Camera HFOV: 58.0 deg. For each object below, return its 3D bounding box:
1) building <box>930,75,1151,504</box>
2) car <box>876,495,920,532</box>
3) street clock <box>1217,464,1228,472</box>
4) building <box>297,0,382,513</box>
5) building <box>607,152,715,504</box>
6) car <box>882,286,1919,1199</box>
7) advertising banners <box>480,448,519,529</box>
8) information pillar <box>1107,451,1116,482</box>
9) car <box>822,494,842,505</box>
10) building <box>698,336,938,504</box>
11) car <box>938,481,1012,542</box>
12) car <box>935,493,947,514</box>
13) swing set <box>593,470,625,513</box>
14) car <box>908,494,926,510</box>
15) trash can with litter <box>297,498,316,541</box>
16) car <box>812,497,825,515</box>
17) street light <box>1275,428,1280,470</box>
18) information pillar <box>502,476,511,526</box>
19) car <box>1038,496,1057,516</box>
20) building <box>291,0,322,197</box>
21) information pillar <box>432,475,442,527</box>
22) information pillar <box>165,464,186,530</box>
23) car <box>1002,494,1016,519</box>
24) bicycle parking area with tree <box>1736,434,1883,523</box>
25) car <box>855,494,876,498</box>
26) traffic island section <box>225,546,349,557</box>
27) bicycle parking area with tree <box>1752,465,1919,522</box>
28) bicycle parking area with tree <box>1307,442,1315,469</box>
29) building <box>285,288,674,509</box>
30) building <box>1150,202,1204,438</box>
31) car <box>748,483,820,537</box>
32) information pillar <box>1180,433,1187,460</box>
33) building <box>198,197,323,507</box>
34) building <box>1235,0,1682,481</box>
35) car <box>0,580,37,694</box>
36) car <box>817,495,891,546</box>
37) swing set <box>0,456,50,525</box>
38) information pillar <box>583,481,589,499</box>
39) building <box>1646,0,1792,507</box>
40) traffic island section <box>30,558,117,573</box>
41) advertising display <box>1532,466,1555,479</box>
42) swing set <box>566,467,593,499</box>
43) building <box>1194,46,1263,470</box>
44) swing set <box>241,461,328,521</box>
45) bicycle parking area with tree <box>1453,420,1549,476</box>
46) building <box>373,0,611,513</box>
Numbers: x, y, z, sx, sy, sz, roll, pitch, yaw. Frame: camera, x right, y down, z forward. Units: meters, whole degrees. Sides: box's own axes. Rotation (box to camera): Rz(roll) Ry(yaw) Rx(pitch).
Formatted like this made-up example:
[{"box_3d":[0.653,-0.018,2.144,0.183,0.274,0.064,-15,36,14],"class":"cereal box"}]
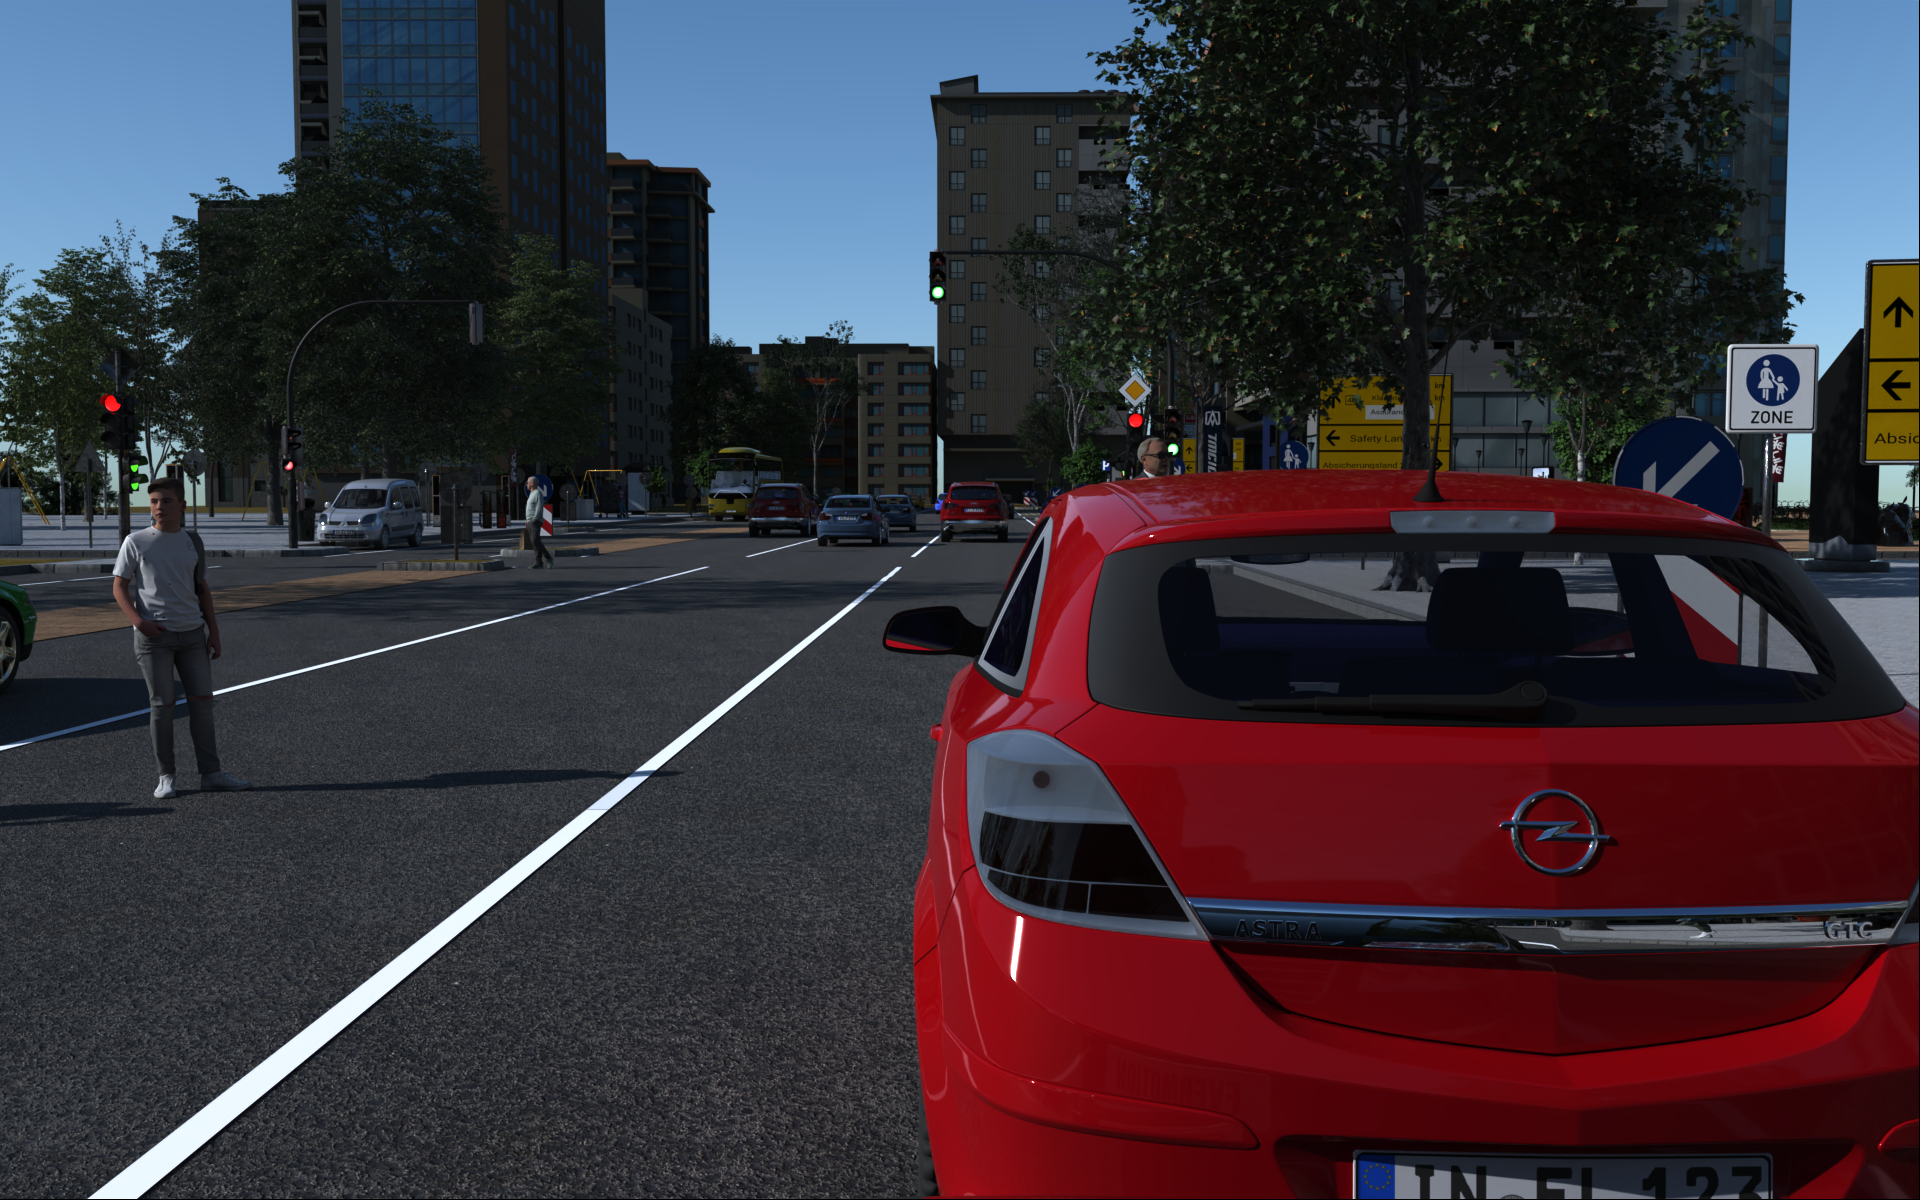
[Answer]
[{"box_3d":[10.377,-38.983,226.607,27.495,52.752,28.713,0,4,1],"class":"building"},{"box_3d":[-2.550,-3.327,66.405,2.014,1.417,4.499,0,4,-1],"class":"car"},{"box_3d":[6.382,-2.301,42.191,0.358,2.002,0.471,0,4,1],"class":"street clock"},{"box_3d":[-37.085,-28.942,123.316,14.600,45.320,14.200,0,4,1],"class":"building"},{"box_3d":[-47.219,-34.880,224.907,28.867,44.769,22.147,0,4,1],"class":"building"},{"box_3d":[0.845,0.280,4.460,2.155,1.783,4.494,0,4,1],"class":"car"},{"box_3d":[-17.270,-4.213,65.066,0.090,3.025,2.074,2,4,28],"class":"advertising banners"},{"box_3d":[8.208,-6.281,94.043,0.504,3.616,0.183,1,4,19],"class":"information pillar"},{"box_3d":[-10.831,-8.558,148.712,1.959,1.807,4.718,0,4,0],"class":"car"},{"box_3d":[-17.823,-23.399,227.616,28.899,21.520,27.650,0,4,1],"class":"building"},{"box_3d":[0.455,-2.723,53.188,2.281,1.827,5.304,0,4,1],"class":"car"},{"box_3d":[-0.865,-6.982,123.753,1.945,1.707,3.694,0,4,2],"class":"car"},{"box_3d":[-23.136,-7.087,113.499,3.119,2.851,2.862,2,4,26],"class":"swing set"},{"box_3d":[-4.179,-9.137,159.615,2.015,1.641,3.980,0,4,1],"class":"car"},{"box_3d":[-17.922,-2.186,47.123,0.624,1.170,1.055,-2,4,-35],"class":"trash can with litter"},{"box_3d":[-6.722,-3.734,73.627,1.945,1.354,3.894,0,4,0],"class":"car"},{"box_3d":[5.331,-3.635,31.968,1.470,5.913,1.316,0,4,1],"class":"street light"},{"box_3d":[-18.102,-3.950,69.072,0.304,2.012,0.304,-1,4,-10],"class":"information pillar"},{"box_3d":[4.584,-4.140,80.275,1.945,1.354,3.894,0,4,3],"class":"car"},{"box_3d":[-71.983,-47.993,222.939,20.611,71.187,20.563,0,4,1],"class":"building"},{"box_3d":[-20.296,-3.836,67.215,0.304,2.012,0.304,-1,4,-9],"class":"information pillar"},{"box_3d":[-19.361,-2.341,42.763,0.304,2.012,0.304,1,4,8],"class":"information pillar"},{"box_3d":[2.203,-5.464,99.129,2.009,1.686,4.222,0,4,0],"class":"car"},{"box_3d":[38.082,-5.931,83.967,9.016,4.147,8.231,0,4,6],"class":"bicycle parking area with tree"},{"box_3d":[-5.759,-5.783,104.341,2.009,1.686,4.222,0,4,2],"class":"car"},{"box_3d":[-15.746,-1.137,40.872,2.009,0.180,2.903,0,4,1],"class":"traffic island section"},{"box_3d":[48.210,-6.395,91.559,9.016,4.147,8.231,-1,4,-12],"class":"bicycle parking area with tree"},{"box_3d":[16.860,-6.652,95.769,8.231,4.147,9.016,0,4,8],"class":"bicycle parking area with tree"},{"box_3d":[-44.161,-19.519,164.174,28.899,21.520,27.650,0,4,1],"class":"building"},{"box_3d":[31.866,-34.847,219.862,14.200,45.320,14.600,0,4,1],"class":"building"},{"box_3d":[-6.019,-3.109,59.498,2.281,1.827,5.304,0,4,1],"class":"car"},{"box_3d":[8.467,-4.579,66.228,0.504,3.616,0.183,-1,4,-23],"class":"information pillar"},{"box_3d":[-65.520,-24.493,172.166,14.107,30.474,14.160,0,4,1],"class":"building"},{"box_3d":[36.573,-33.274,133.269,28.713,52.752,27.495,0,4,1],"class":"building"},{"box_3d":[-7.734,-0.126,10.852,1.959,1.807,4.718,0,4,3],"class":"car"},{"box_3d":[-2.989,-2.251,48.814,2.014,1.417,4.499,0,4,2],"class":"car"},{"box_3d":[-40.298,-4.635,73.402,2.862,2.851,3.119,-2,4,-30],"class":"swing set"},{"box_3d":[-20.424,-5.504,94.486,0.304,2.012,0.304,-1,4,-10],"class":"information pillar"},{"box_3d":[60.828,-33.302,164.099,30.456,49.044,23.786,0,4,1],"class":"building"},{"box_3d":[-15.889,-0.649,32.889,2.009,0.180,2.903,0,4,1],"class":"traffic island section"},{"box_3d":[13.479,-2.134,40.099,0.123,1.923,0.974,0,4,-5],"class":"advertising display"},{"box_3d":[-22.797,-6.066,96.797,3.119,2.851,2.862,3,5,41],"class":"swing set"},{"box_3d":[33.625,-31.049,162.275,22.147,44.769,28.867,0,4,1],"class":"building"},{"box_3d":[-32.178,-5.189,82.457,3.119,2.851,2.862,1,4,18],"class":"swing set"},{"box_3d":[22.507,-4.760,64.836,9.016,4.147,8.231,0,4,-1],"class":"bicycle parking area with tree"},{"box_3d":[-36.554,-29.854,138.216,14.600,45.320,14.200,0,4,1],"class":"building"}]
